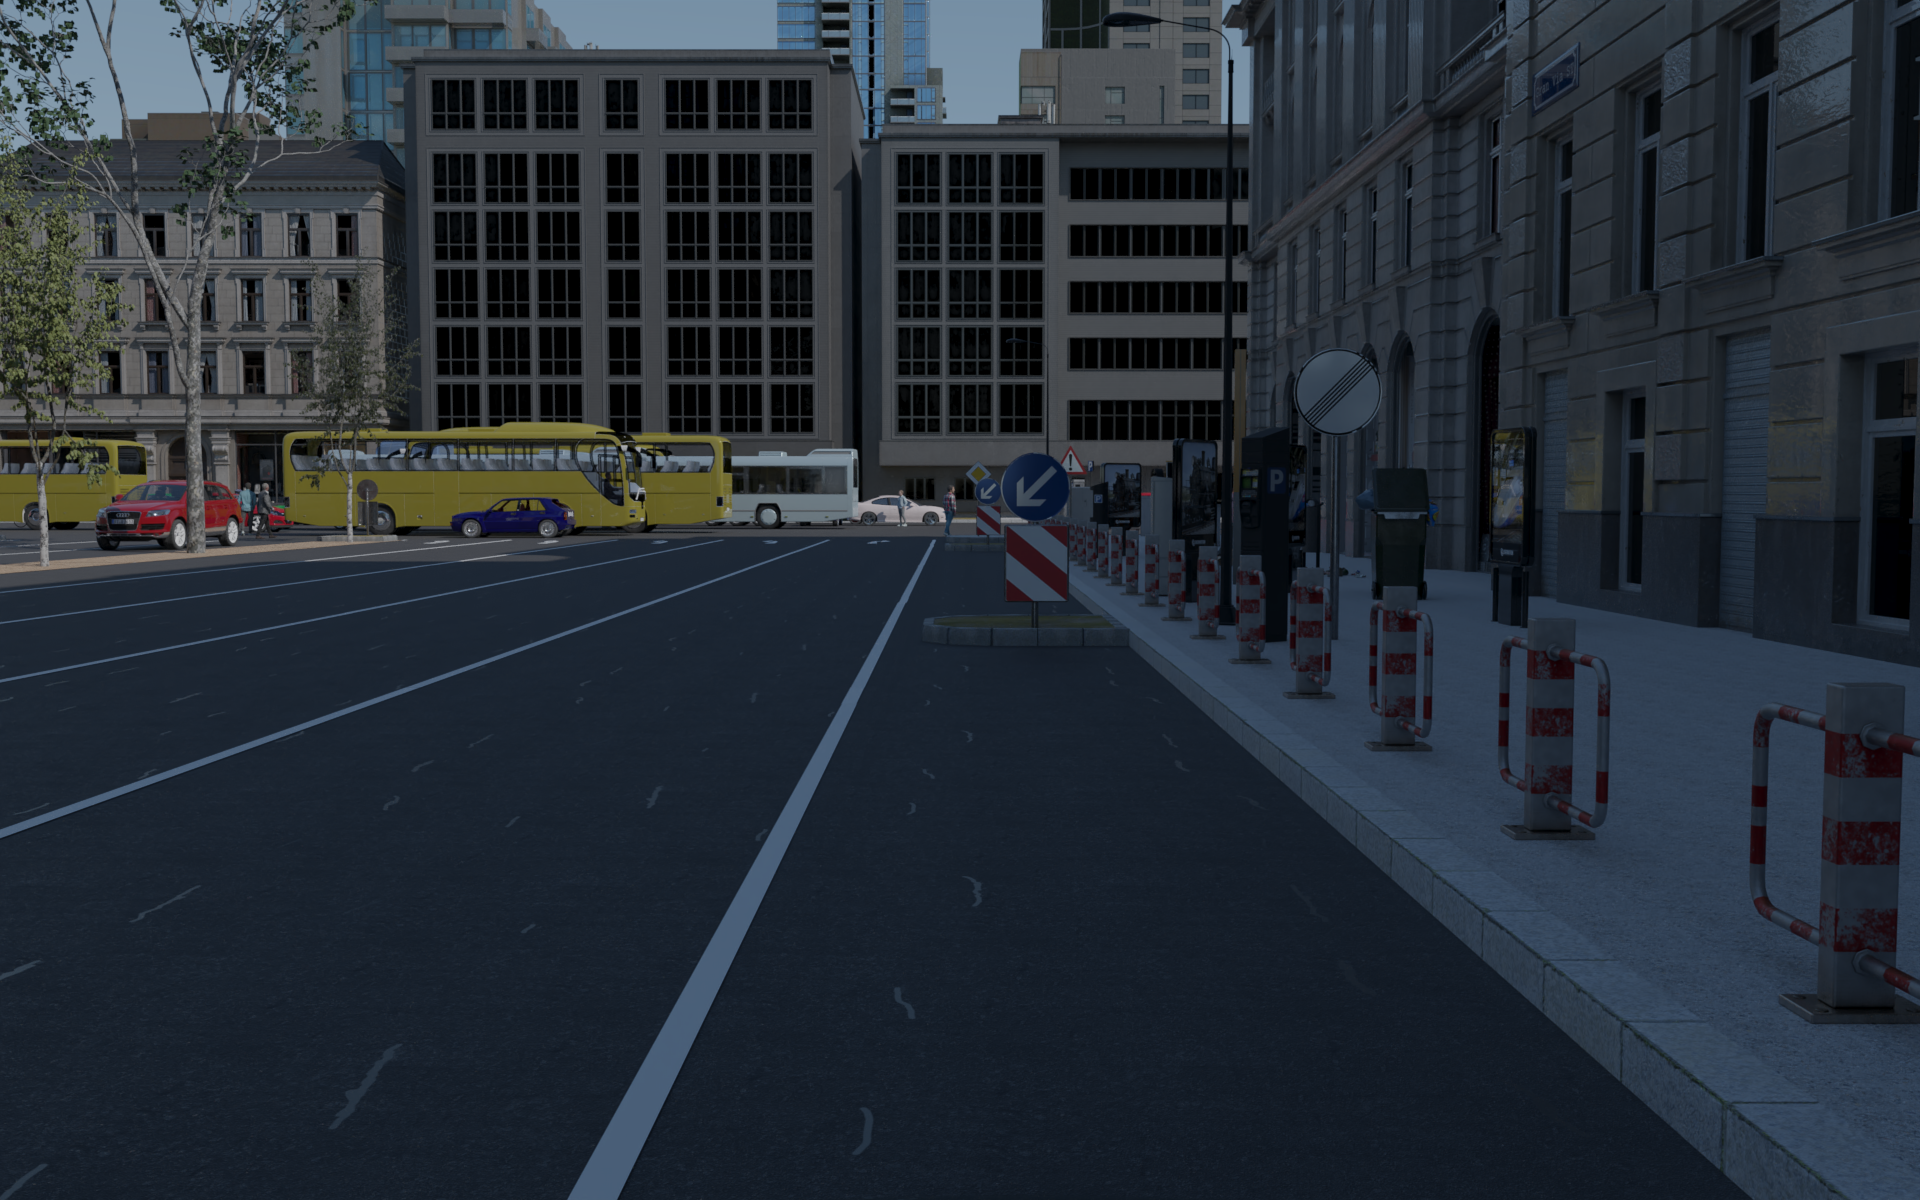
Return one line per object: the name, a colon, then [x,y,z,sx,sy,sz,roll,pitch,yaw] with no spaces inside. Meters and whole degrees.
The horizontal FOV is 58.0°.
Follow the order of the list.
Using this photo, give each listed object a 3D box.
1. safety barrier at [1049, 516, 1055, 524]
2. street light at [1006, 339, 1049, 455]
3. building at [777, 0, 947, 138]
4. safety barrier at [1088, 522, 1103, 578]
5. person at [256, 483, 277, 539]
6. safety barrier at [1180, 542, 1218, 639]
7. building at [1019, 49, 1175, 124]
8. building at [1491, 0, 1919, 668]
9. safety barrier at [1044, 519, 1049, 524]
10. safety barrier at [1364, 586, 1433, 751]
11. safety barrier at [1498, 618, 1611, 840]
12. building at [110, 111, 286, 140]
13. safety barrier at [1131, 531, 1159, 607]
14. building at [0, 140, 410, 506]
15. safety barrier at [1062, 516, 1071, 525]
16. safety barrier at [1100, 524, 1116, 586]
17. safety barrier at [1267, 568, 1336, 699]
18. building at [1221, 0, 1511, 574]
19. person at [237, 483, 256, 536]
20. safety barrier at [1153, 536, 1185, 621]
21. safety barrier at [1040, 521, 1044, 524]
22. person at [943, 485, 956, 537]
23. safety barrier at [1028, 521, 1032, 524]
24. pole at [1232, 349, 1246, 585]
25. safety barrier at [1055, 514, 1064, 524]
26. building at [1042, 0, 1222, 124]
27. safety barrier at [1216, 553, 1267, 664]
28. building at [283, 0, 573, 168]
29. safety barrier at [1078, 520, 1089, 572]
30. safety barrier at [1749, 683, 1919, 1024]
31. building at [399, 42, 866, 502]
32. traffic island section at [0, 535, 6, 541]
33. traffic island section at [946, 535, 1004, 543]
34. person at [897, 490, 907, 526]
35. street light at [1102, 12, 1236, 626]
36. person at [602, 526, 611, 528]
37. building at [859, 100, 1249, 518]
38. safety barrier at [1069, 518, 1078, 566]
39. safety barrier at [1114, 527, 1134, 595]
safety barrier: [2.175,-1.423,37.541,0.300,0.817,1.120,0,3,0]
street light: [2.087,-4.857,51.955,1.470,5.913,1.316,0,3,0]
building: [-15.080,-57.981,260.659,31.000,86.520,22.319,0,3,0]
safety barrier: [2.190,-0.744,26.434,0.300,0.817,1.120,0,3,0]
person: [-22.227,-2.853,55.542,0.661,1.777,0.834,3,4,37]
safety barrier: [2.198,-0.065,15.345,0.300,0.817,1.120,0,3,0]
building: [12.449,-29.319,162.967,14.154,41.232,14.086,0,3,0]
building: [12.722,-13.021,10.150,12.463,27.353,25.104,0,3,0]
safety barrier: [2.172,-1.559,39.760,0.300,0.817,1.120,0,3,0]
safety barrier: [2.203,0.342,8.691,0.300,0.817,1.120,0,3,0]
safety barrier: [2.204,0.477,6.477,0.300,0.817,1.120,0,3,0]
building: [-87.025,-33.617,199.745,14.200,45.320,14.600,0,3,0]
safety barrier: [2.192,-0.337,19.788,0.300,0.817,1.120,0,3,0]
building: [-50.596,-14.998,96.120,40.483,20.767,10.553,0,3,0]
safety barrier: [2.179,-1.152,33.109,0.300,0.817,1.120,0,3,0]
safety barrier: [2.191,-0.608,24.220,0.300,0.817,1.120,0,3,0]
safety barrier: [2.201,0.206,10.904,0.300,0.817,1.120,0,3,0]
building: [13.787,-11.871,35.899,13.314,21.916,24.055,0,3,0]
person: [-24.675,-3.141,59.876,0.660,1.820,0.620,-1,4,-17]
safety barrier: [2.198,-0.201,17.566,0.300,0.817,1.120,0,3,0]
safety barrier: [2.173,-1.694,41.974,0.300,0.817,1.120,0,3,0]
person: [-0.380,-2.977,58.016,0.643,1.720,0.563,-2,4,-35]
safety barrier: [2.163,-2.101,48.631,0.300,0.817,1.120,0,3,0]
pole: [3.955,-1.877,24.527,0.158,3.312,0.155,0,3,0]
safety barrier: [2.176,-1.287,35.323,0.300,0.817,1.120,0,3,0]
building: [17.705,-46.322,195.618,20.563,71.187,20.611,0,3,0]
safety barrier: [2.199,0.070,13.125,0.300,0.817,1.120,0,3,0]
building: [-48.806,-33.301,164.087,23.786,49.044,30.456,0,3,0]
safety barrier: [2.182,-0.880,28.667,0.300,0.817,1.120,0,3,0]
safety barrier: [2.209,0.613,4.250,0.300,0.817,1.120,0,3,0]
building: [-17.678,-18.622,97.980,24.014,27.812,14.314,0,3,0]
traffic island section: [-30.461,-1.854,52.593,2.009,0.180,2.903,0,3,0]
traffic island section: [0.581,-1.856,52.620,2.009,0.180,2.903,0,3,0]
person: [-2.623,-4.107,77.466,0.330,1.601,0.589,-3,4,-37]
street light: [2.073,-2.711,16.874,1.470,5.913,1.316,0,3,0]
person: [-15.133,-3.990,73.917,0.473,1.802,0.592,2,4,25]
building: [9.647,-17.075,98.237,30.058,24.678,14.314,0,3,0]
safety barrier: [2.178,-1.016,30.893,0.300,0.817,1.120,0,3,0]
safety barrier: [2.187,-0.473,22.006,0.300,0.817,1.120,0,3,0]
